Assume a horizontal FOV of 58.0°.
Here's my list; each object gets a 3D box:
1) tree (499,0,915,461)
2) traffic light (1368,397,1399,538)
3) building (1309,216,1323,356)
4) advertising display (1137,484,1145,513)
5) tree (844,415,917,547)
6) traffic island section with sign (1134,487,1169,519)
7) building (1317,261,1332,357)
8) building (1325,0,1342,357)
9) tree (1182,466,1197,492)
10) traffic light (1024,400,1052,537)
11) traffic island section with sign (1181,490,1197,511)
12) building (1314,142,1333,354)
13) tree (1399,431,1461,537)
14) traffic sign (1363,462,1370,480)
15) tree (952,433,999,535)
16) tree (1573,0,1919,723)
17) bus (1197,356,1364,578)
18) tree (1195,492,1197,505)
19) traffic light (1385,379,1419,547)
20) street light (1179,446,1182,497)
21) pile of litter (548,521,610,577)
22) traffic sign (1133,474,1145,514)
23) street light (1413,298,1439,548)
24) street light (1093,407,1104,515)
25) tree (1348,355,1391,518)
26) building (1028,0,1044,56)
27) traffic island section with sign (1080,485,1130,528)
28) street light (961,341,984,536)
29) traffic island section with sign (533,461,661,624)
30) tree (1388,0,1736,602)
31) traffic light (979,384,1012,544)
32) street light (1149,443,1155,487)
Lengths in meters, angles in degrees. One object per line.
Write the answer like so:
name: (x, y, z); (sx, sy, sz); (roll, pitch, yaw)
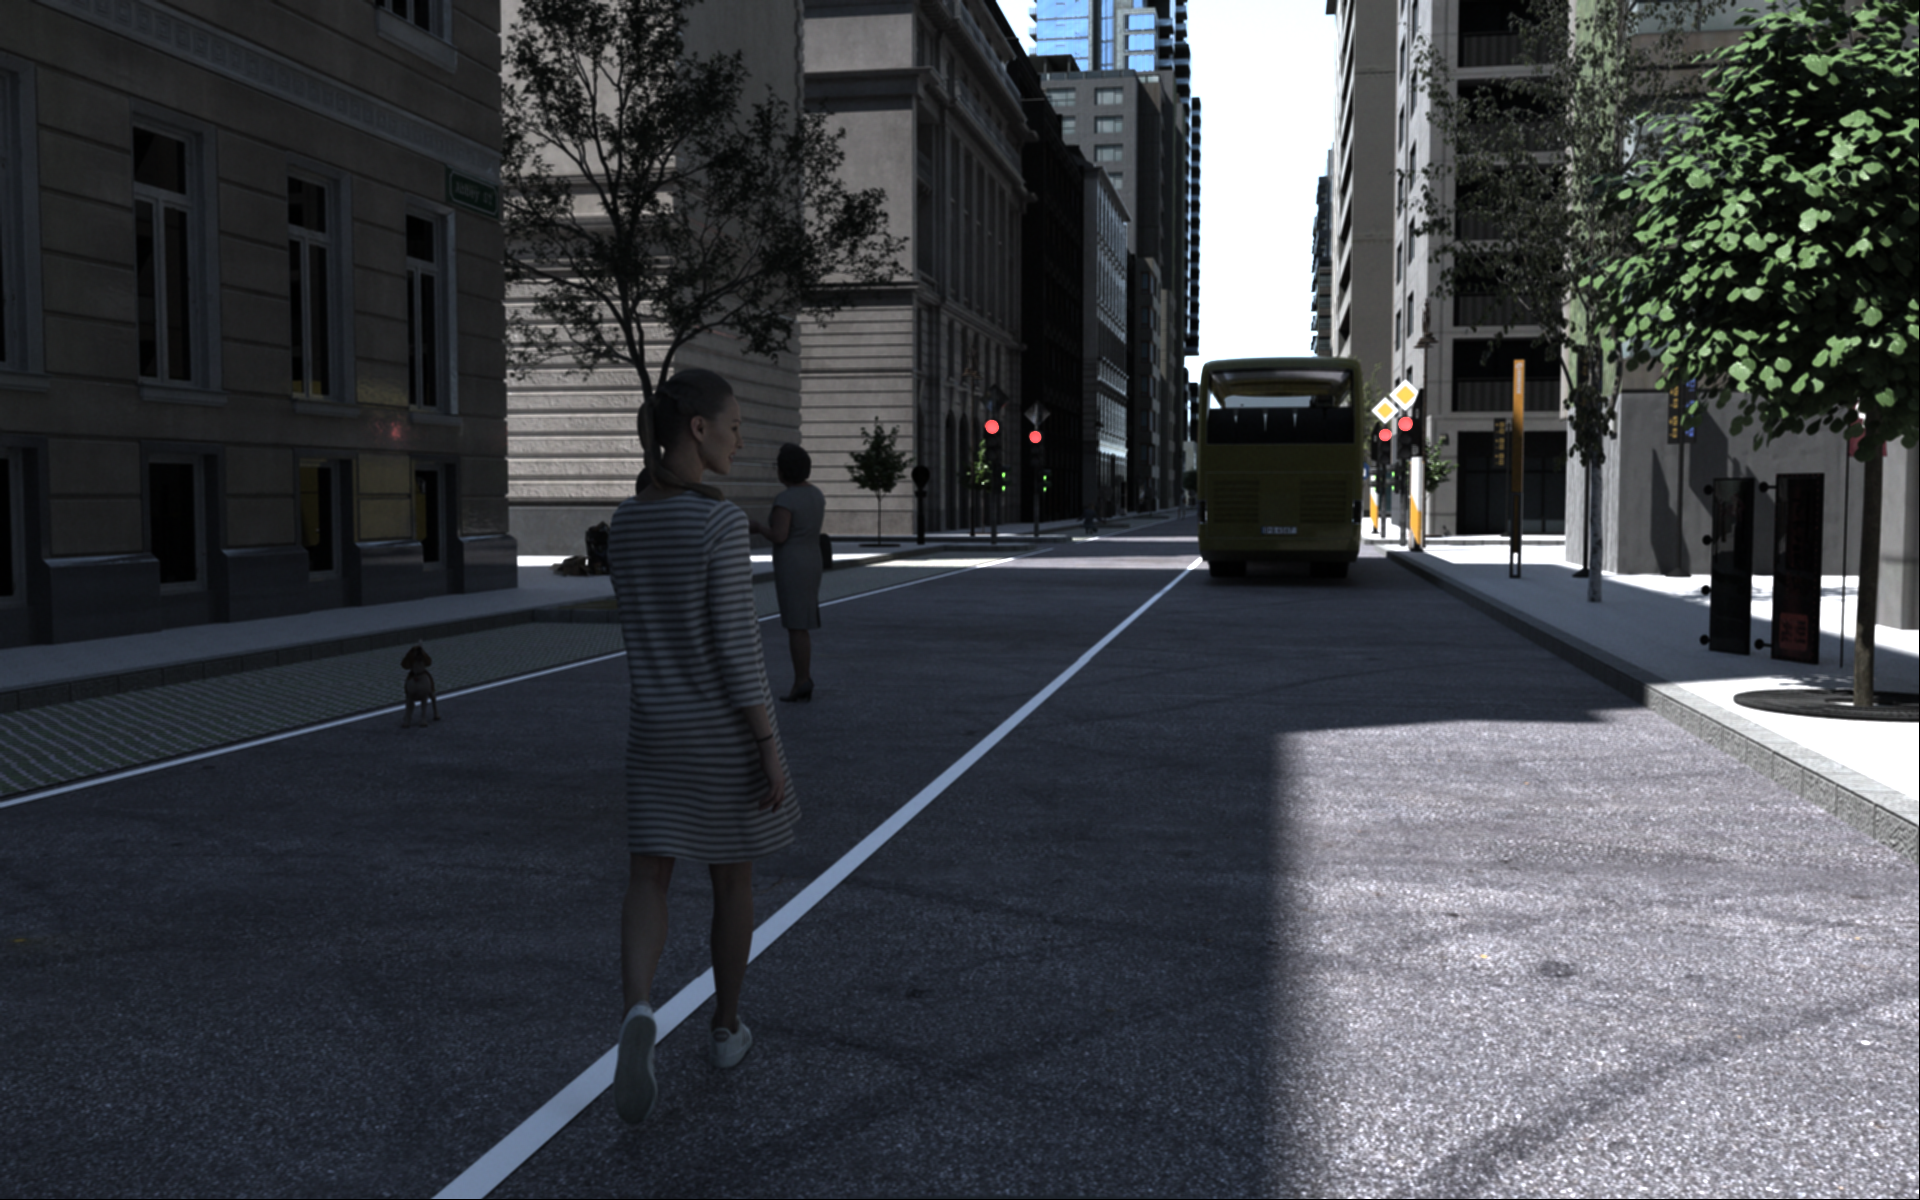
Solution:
tree: (-4.974, -5.767, 28.703); (8.767, 10.594, 7.601); (-1, 4, -12)
traffic light: (12.267, -3.746, 50.165); (0.839, 4.253, 0.868); (1, 4, 10)
building: (64.692, -37.281, 264.168); (22.147, 44.769, 28.867); (1, 4, 10)
advertising display: (12.018, -6.728, 115.218); (0.123, 1.923, 0.974); (2, 4, 32)
tree: (-2.023, -2.929, 42.497); (1.663, 3.219, 1.824); (0, 3, 0)
traffic island section with sign: (11.127, -5.619, 100.500); (1.989, 1.847, 2.006); (1, 4, 10)
building: (51.163, -27.046, 213.905); (14.160, 30.474, 14.107); (1, 4, 10)
building: (48.598, -34.947, 160.615); (28.713, 52.752, 27.495); (1, 4, 10)
tree: (27.140, -13.337, 201.767); (4.285, 4.588, 4.351); (0, 3, 0)
traffic light: (2.317, -3.856, 51.961); (0.839, 4.253, 0.868); (1, 4, 10)
traffic island section with sign: (20.082, -8.614, 149.458); (1.989, 1.847, 2.006); (1, 4, 10)
building: (59.400, -37.605, 234.445); (23.786, 49.044, 30.456); (1, 4, 10)
tree: (13.913, -3.514, 52.059); (1.663, 3.219, 1.824); (0, 3, 0)
traffic sign: (15.433, -4.082, 66.838); (0.768, 2.556, 0.104); (1, 4, 13)
tree: (0.827, -3.696, 55.034); (1.663, 3.219, 1.824); (0, 3, 0)
tree: (5.451, -1.620, 10.202); (4.285, 4.588, 4.351); (0, 3, 0)
bus: (6.010, -2.513, 32.629); (2.896, 3.916, 12.252); (1, 4, 10)
tree: (28.284, -13.073, 208.350); (1.663, 3.219, 1.824); (0, 3, 0)
traffic light: (10.831, -3.265, 42.310); (0.839, 4.253, 0.868); (1, 4, 10)
street light: (21.150, -11.830, 166.205); (0.468, 5.910, 1.993); (1, 4, 10)
pile of litter: (-6.023, -0.839, 27.679); (1.176, 0.858, 1.719); (1, 4, 10)
traffic sign: (11.605, -6.869, 112.408); (0.768, 2.556, 0.104); (1, 4, 16)
street light: (11.026, -4.178, 41.102); (0.468, 5.910, 1.993); (1, 4, 10)
street light: (7.233, -7.191, 90.363); (0.468, 5.910, 1.993); (1, 4, 10)
tree: (21.108, -8.579, 90.635); (4.737, 8.622, 4.395); (0, 3, 0)
building: (20.149, -55.799, 224.976); (22.319, 86.520, 31.000); (1, 4, 10)
traffic island section with sign: (6.182, -3.962, 73.407); (1.989, 1.847, 2.006); (1, 4, 10)
street light: (0.383, -4.879, 52.562); (0.468, 5.910, 1.993); (1, 4, 10)
traffic island section with sign: (-3.590, -0.692, 19.947); (1.989, 1.847, 2.006); (1, 4, 10)
tree: (7.326, -4.284, 20.405); (4.360, 8.622, 3.978); (0, 3, 0)
traffic light: (0.881, -3.375, 44.106); (0.839, 4.253, 0.868); (1, 4, 10)
street light: (14.191, -9.518, 128.401); (0.468, 5.910, 1.993); (1, 4, 10)
